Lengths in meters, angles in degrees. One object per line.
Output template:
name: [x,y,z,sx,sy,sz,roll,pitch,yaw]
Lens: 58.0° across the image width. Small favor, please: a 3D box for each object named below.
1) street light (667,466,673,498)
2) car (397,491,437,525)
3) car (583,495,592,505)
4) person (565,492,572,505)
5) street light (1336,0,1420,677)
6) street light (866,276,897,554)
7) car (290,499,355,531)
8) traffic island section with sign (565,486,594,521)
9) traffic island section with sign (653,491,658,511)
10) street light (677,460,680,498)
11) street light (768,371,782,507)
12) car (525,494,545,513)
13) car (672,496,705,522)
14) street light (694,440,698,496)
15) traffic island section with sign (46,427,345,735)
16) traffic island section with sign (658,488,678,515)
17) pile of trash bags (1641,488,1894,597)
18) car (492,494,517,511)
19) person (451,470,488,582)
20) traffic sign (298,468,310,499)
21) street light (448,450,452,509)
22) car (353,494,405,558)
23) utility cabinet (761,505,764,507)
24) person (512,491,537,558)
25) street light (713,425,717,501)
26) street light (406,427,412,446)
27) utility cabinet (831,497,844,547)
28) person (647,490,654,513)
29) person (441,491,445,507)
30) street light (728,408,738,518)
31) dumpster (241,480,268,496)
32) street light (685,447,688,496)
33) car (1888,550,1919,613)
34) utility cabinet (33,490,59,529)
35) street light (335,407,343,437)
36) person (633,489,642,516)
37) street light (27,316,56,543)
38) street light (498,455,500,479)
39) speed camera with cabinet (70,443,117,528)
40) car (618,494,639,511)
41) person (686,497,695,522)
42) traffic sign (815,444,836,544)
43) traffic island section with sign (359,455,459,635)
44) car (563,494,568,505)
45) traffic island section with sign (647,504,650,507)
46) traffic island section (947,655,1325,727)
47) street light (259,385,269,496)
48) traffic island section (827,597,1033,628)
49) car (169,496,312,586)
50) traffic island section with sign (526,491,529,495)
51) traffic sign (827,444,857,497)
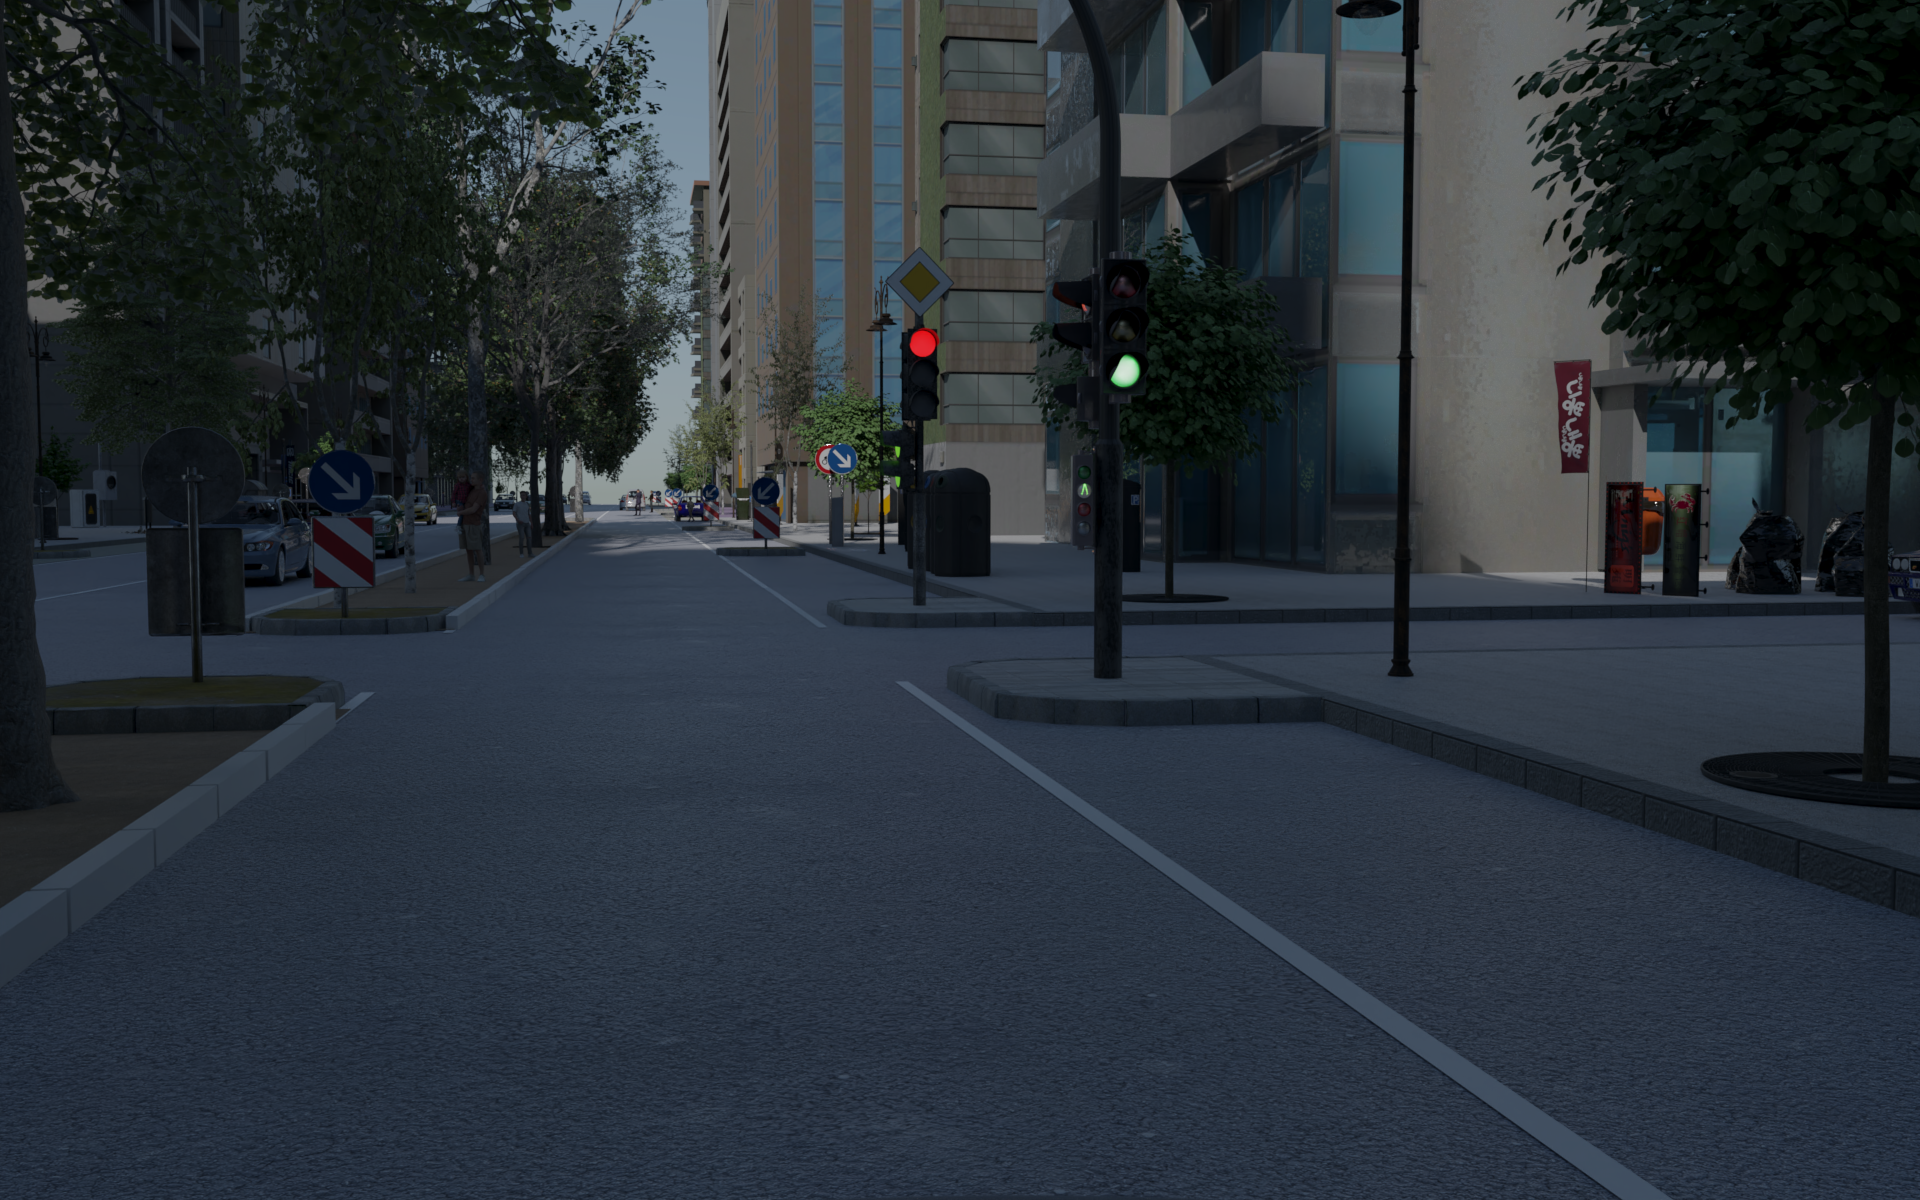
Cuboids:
street light: [-42.112,-16.953,249.966,0.468,5.910,1.993,-1,4,-11]
car: [-25.217,-4.274,80.108,2.015,1.641,3.980,-1,4,-12]
car: [-49.518,-13.184,227.927,2.083,1.381,4.827,-1,4,-10]
person: [-50.728,-13.160,224.495,0.721,1.723,1.217,2,4,31]
street light: [3.111,-2.401,12.049,0.468,5.910,1.993,-1,4,-11]
street light: [-1.667,-3.917,36.825,0.468,5.910,1.993,-1,4,-11]
car: [-13.236,-1.370,34.985,1.945,1.354,3.894,-1,4,-9]
traffic island section with sign: [-20.509,-5.149,92.323,2.006,1.907,1.989,-1,4,-11]
traffic island section with sign: [-24.446,-8.316,144.586,1.989,1.847,2.006,-1,4,-11]
street light: [-31.449,-13.518,193.799,0.468,5.910,1.993,-1,4,-11]
street light: [-6.909,-5.635,64.925,0.468,5.910,1.993,-1,4,-11]
car: [-29.879,-6.864,122.010,2.009,1.686,4.222,-1,4,-13]
car: [-14.243,-4.842,91.740,1.945,1.354,3.894,-1,4,-12]
street light: [-21.340,-10.267,140.645,0.468,5.910,1.993,-1,4,-11]
traffic island section with sign: [-5.110,-0.189,11.221,2.006,1.907,1.989,-1,4,-11]
traffic island section with sign: [-19.372,-6.684,117.908,1.989,1.847,2.006,-1,4,-11]
pile of trash bags: [10.516,-0.805,22.921,3.447,1.369,1.912,2,4,33]
car: [-38.057,-8.265,144.918,2.009,1.686,4.222,-1,4,-12]
person: [-7.974,-1.206,28.200,0.580,1.828,0.573,-1,4,-10]
traffic sign: [-31.492,-5.102,83.521,0.768,2.556,0.104,-1,4,-10]
street light: [-43.609,-10.739,148.370,0.468,5.910,1.993,-1,4,-11]
car: [-13.781,-1.721,39.942,2.131,1.459,4.920,-1,4,-12]
utility cabinet: [-10.420,-5.081,94.242,0.306,1.237,1.020,3,5,44]
person: [-9.741,-1.693,38.773,0.523,1.515,0.503,1,4,12]
street light: [-15.889,-8.527,112.208,0.468,5.910,1.993,-1,4,-11]
street light: [-38.230,-9.008,120.071,0.468,5.910,1.993,-1,4,-11]
utility cabinet: [-3.010,-1.925,42.636,0.306,1.237,1.020,0,4,-3]
person: [-23.953,-7.628,134.046,0.721,1.723,1.217,-2,4,-27]
person: [-50.947,-9.869,170.781,0.530,1.710,0.541,-1,4,-11]
street light: [-12.183,-7.354,93.019,0.468,5.910,1.993,-1,4,-11]
dumpster: [-28.863,-3.941,70.198,1.264,1.857,1.865,-1,4,-11]
street light: [-26.662,-11.997,168.945,0.468,5.910,1.993,-1,4,-11]
car: [12.680,-0.431,19.626,3.894,1.354,1.945,-1,4,-10]
utility cabinet: [-33.566,-3.334,63.194,1.173,1.500,0.318,0,4,2]
street light: [-32.897,-7.284,91.887,0.468,5.910,1.993,-1,4,-11]
person: [-21.461,-6.485,114.974,0.568,1.767,0.683,1,4,22]
street light: [-23.998,-4.426,45.152,0.468,5.910,1.993,-1,4,-11]
street light: [-53.910,-14.047,202.455,0.468,5.910,1.993,-1,4,-11]
speed camera with cabinet: [-33.144,-4.399,66.253,0.660,3.252,2.038,1,4,10]
car: [-28.908,-8.539,151.621,2.014,1.417,4.499,-1,4,-10]
person: [-13.763,-4.623,88.366,0.640,1.303,0.475,2,4,35]
traffic sign: [-3.318,-2.705,44.331,0.768,2.556,0.104,0,4,-2]
traffic island section with sign: [-6.482,-0.634,18.500,2.006,1.907,1.989,-1,4,-11]
car: [-54.553,-13.875,236.638,2.009,1.686,4.222,-1,4,-12]
traffic island section with sign: [-34.675,-11.613,198.507,1.989,1.847,2.006,-1,4,-11]
traffic island section: [1.045,0.620,12.141,2.009,0.180,2.903,-1,4,-11]
street light: [-29.364,-6.143,73.228,0.468,5.910,1.993,-1,4,-11]
traffic island section: [-0.445,0.140,19.986,2.009,0.180,2.903,-1,4,-11]
car: [-11.733,-0.999,28.331,2.014,1.417,4.499,-1,4,-11]
traffic island section with sign: [-55.662,-13.101,222.833,1.989,1.847,2.006,-1,4,-11]
traffic sign: [-2.982,-2.678,43.883,0.768,2.556,0.104,0,4,-2]
